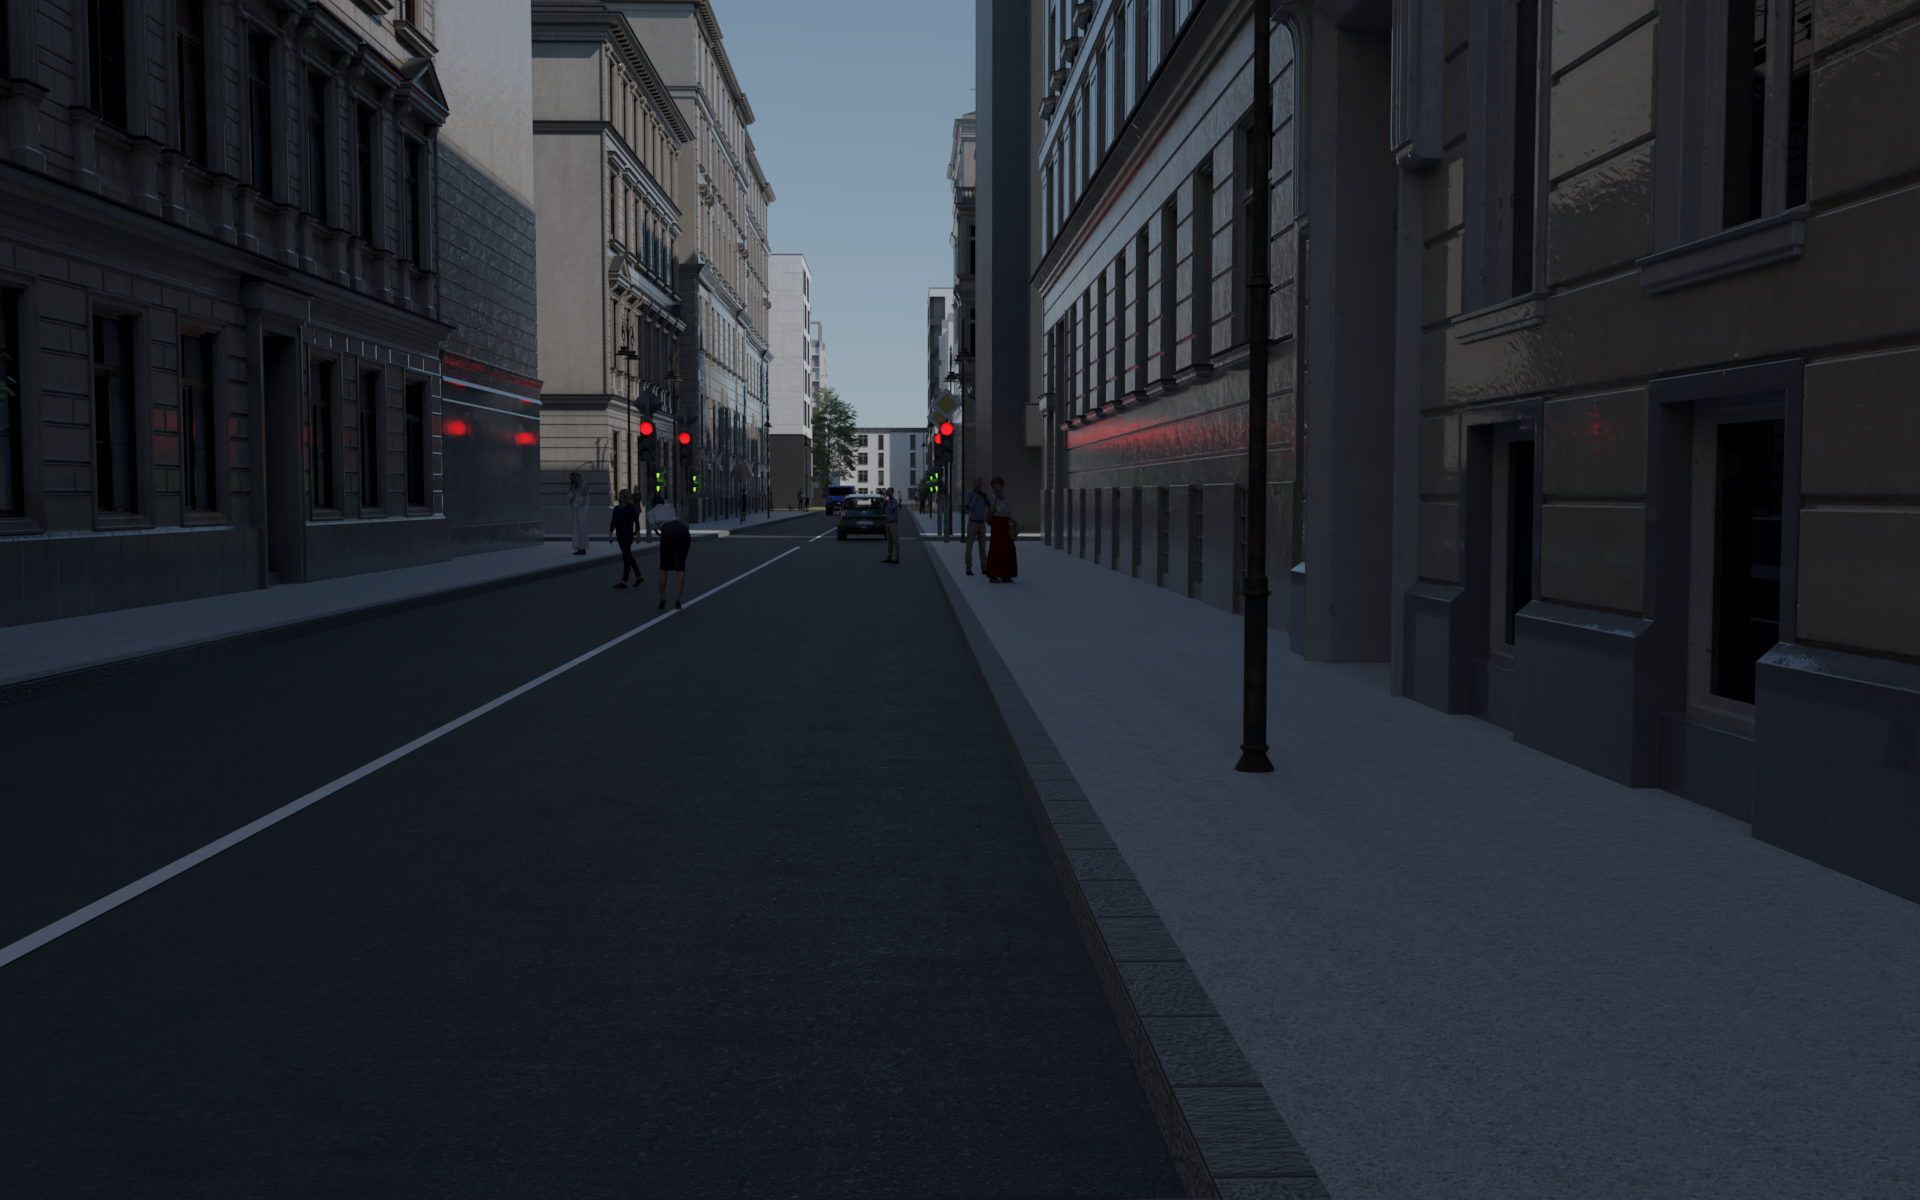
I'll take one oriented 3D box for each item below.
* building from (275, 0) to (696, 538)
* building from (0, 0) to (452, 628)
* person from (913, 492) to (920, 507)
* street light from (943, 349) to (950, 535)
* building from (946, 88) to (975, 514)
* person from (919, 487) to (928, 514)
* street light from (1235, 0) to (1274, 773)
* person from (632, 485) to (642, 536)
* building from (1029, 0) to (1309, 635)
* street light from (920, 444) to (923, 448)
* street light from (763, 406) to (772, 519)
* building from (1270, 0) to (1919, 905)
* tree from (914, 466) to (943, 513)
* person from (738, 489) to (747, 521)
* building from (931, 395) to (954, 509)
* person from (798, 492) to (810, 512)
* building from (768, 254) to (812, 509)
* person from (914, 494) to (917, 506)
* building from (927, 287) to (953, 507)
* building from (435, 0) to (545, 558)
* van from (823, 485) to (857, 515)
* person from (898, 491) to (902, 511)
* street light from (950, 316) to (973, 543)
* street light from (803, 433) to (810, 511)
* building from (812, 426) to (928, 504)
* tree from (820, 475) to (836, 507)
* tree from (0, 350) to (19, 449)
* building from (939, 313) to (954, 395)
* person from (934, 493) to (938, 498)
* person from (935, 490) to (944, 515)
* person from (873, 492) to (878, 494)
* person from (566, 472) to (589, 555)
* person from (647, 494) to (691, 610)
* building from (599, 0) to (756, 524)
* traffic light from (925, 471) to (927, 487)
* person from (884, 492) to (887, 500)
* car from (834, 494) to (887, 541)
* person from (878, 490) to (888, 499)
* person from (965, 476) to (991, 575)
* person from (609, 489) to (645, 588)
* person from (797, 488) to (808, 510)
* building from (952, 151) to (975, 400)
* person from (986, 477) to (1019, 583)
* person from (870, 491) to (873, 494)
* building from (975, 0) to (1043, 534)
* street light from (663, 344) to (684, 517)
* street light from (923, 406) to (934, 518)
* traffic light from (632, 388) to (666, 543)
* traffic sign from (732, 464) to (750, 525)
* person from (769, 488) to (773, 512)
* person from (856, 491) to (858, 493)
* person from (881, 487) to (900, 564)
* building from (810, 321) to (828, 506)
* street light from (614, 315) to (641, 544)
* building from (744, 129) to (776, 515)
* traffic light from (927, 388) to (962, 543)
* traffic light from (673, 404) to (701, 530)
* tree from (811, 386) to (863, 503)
[{"bbox_3d":[-16.102,-12.174,63.667,10.561,19.102,19.286,0,4,-2],"label":"building"},{"bbox_3d":[-14.126,-9.710,23.382,10.561,19.102,19.286,0,4,-2],"label":"building"},{"bbox_3d":[-4.107,-10.280,174.123,1.348,1.824,0.705,1,4,22],"label":"person"},{"bbox_3d":[-0.287,-4.957,53.839,0.468,5.910,1.993,0,4,-2],"label":"street light"},{"bbox_3d":[5.989,-20.299,117.793,13.634,28.700,20.117,0,4,-2],"label":"building"},{"bbox_3d":[-2.380,-6.472,112.551,0.565,1.739,0.600,0,4,1],"label":"person"},{"bbox_3d":[1.369,-2.146,7.875,0.468,5.910,1.993,0,4,-2],"label":"street light"},{"bbox_3d":[-10.063,-2.769,53.585,0.482,1.546,0.388,1,4,20],"label":"person"},{"bbox_3d":[9.784,-11.999,29.462,16.112,22.955,30.059,0,4,-2],"label":"building"},{"bbox_3d":[-2.681,-9.507,128.223,0.468,5.910,1.993,0,4,-2],"label":"street light"},{"bbox_3d":[-10.058,-7.218,90.802,0.468,5.910,1.993,0,4,-2],"label":"street light"},{"bbox_3d":[9.239,-13.328,3.817,13.634,28.700,20.117,0,4,-2],"label":"building"},{"bbox_3d":[-2.320,-7.942,124.452,1.663,3.219,1.824,0,3,0],"label":"tree"},{"bbox_3d":[-10.254,-4.455,81.253,0.546,1.535,0.453,1,4,22],"label":"person"},{"bbox_3d":[2.318,-12.499,146.505,9.099,9.664,28.070,0,4,-2],"label":"building"},{"bbox_3d":[-11.037,-6.925,122.458,0.799,1.438,0.628,-1,4,-10],"label":"person"},{"bbox_3d":[-27.222,-18.401,144.824,27.936,21.610,32.646,0,4,-2],"label":"building"},{"bbox_3d":[-4.718,-11.068,190.194,0.628,1.438,0.799,-1,4,-13],"label":"person"},{"bbox_3d":[10.368,-21.051,188.161,27.936,21.610,32.646,0,4,-2],"label":"building"},{"bbox_3d":[-19.270,-11.560,38.154,18.267,20.994,9.793,0,4,-2],"label":"building"},{"bbox_3d":[-8.081,-6.950,118.012,2.240,2.365,5.245,0,4,0],"label":"van"},{"bbox_3d":[-5.226,-8.585,149.807,0.436,1.711,0.756,1,4,18],"label":"person"},{"bbox_3d":[0.080,-4.429,45.208,0.468,5.910,1.993,0,4,-2],"label":"street light"},{"bbox_3d":[-11.348,-9.486,127.888,0.468,5.910,1.993,0,4,-2],"label":"street light"},{"bbox_3d":[-14.923,-16.918,218.749,28.070,9.664,9.099,0,4,-2],"label":"building"},{"bbox_3d":[-13.451,-11.089,175.905,1.663,3.219,1.824,0,3,0],"label":"tree"},{"bbox_3d":[-7.346,-1.061,11.943,1.663,3.219,1.824,0,3,0],"label":"tree"},{"bbox_3d":[6.060,-18.939,166.079,16.016,20.091,11.380,0,4,-2],"label":"building"},{"bbox_3d":[-1.373,-7.640,130.934,1.348,1.826,0.705,1,4,17],"label":"person"},{"bbox_3d":[-0.872,-4.675,83.028,0.434,1.755,0.990,3,5,44],"label":"person"},{"bbox_3d":[-9.712,-11.747,201.371,0.742,1.727,0.445,-2,4,-34],"label":"person"},{"bbox_3d":[-8.088,-1.832,36.668,0.551,1.740,0.621,1,4,16],"label":"person"},{"bbox_3d":[-3.652,-0.606,21.599,0.799,1.438,0.628,2,4,28],"label":"person"},{"bbox_3d":[-17.374,-17.668,86.143,12.463,27.353,25.104,0,4,-2],"label":"building"},{"bbox_3d":[-0.646,-3.932,53.539,0.839,4.213,0.868,0,4,-2],"label":"traffic light"},{"bbox_3d":[-7.966,-10.844,186.462,0.551,1.740,0.621,2,4,27],"label":"person"},{"bbox_3d":[-2.999,-2.757,54.857,2.009,1.686,4.222,0,4,-2],"label":"car"},{"bbox_3d":[-5.918,-7.420,130.541,1.217,1.735,0.721,1,4,21],"label":"person"},{"bbox_3d":[0.296,-1.184,27.459,0.516,1.574,0.319,-2,4,-28],"label":"person"},{"bbox_3d":[-5.092,-0.948,26.534,0.480,1.512,0.613,1,4,13],"label":"person"},{"bbox_3d":[-12.390,-7.941,136.406,0.750,1.759,0.617,-3,5,-40],"label":"person"},{"bbox_3d":[6.844,-16.556,89.777,14.460,24.649,34.723,0,4,-2],"label":"building"},{"bbox_3d":[0.596,-1.007,24.973,0.387,1.526,0.523,3,5,42],"label":"person"},{"bbox_3d":[-7.723,-8.813,153.412,0.721,1.723,1.217,3,4,37],"label":"person"},{"bbox_3d":[12.714,-16.357,60.949,24.014,27.812,14.314,0,4,-2],"label":"building"},{"bbox_3d":[-8.854,-4.950,53.713,0.468,5.910,1.993,0,4,-2],"label":"street light"},{"bbox_3d":[-1.536,-7.226,90.927,0.468,5.910,1.993,0,4,-2],"label":"street light"},{"bbox_3d":[-8.133,-3.427,45.282,0.839,4.213,0.868,0,4,-2],"label":"traffic light"},{"bbox_3d":[-9.161,-4.422,72.403,0.768,2.556,0.104,0,4,1],"label":"traffic sign"},{"bbox_3d":[-13.990,-7.368,127.332,0.431,1.722,0.655,1,4,11],"label":"person"},{"bbox_3d":[-9.040,-8.523,148.658,0.445,1.727,0.742,-3,5,-43],"label":"person"},{"bbox_3d":[-1.438,-1.549,35.889,0.319,1.574,0.516,-2,4,-25],"label":"person"},{"bbox_3d":[-20.776,-20.752,195.719,11.380,20.091,16.016,0,4,-2],"label":"building"},{"bbox_3d":[-8.556,-4.403,44.769,0.468,5.910,1.993,0,4,-2],"label":"street light"},{"bbox_3d":[-18.972,-19.272,112.360,12.463,27.353,25.104,0,4,-2],"label":"building"},{"bbox_3d":[-0.377,-3.444,45.558,0.839,4.213,0.868,0,4,-2],"label":"traffic light"},{"bbox_3d":[-8.402,-3.915,53.262,0.839,4.213,0.868,0,4,-2],"label":"traffic light"},{"bbox_3d":[-13.740,-16.175,182.592,7.486,12.596,7.792,0,3,0],"label":"tree"}]
